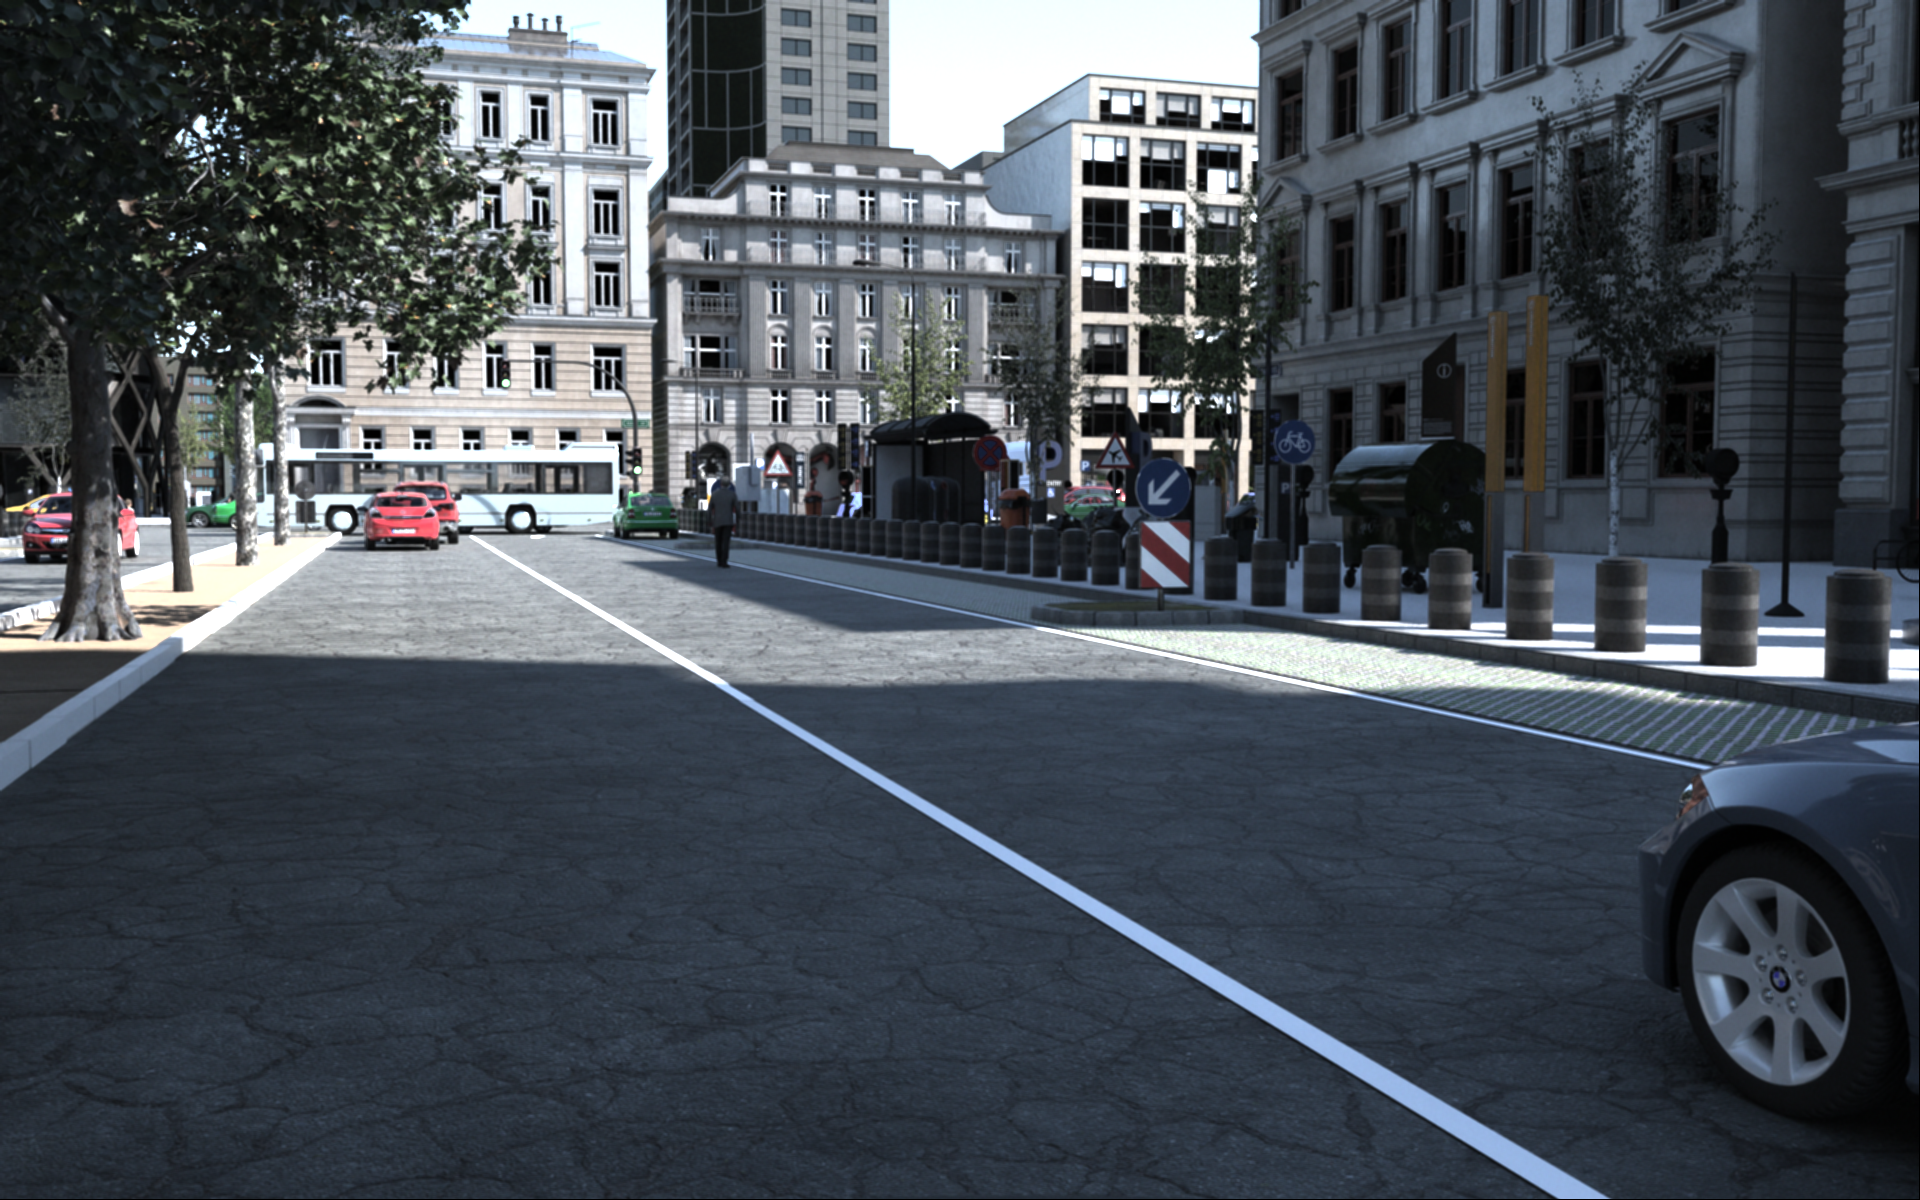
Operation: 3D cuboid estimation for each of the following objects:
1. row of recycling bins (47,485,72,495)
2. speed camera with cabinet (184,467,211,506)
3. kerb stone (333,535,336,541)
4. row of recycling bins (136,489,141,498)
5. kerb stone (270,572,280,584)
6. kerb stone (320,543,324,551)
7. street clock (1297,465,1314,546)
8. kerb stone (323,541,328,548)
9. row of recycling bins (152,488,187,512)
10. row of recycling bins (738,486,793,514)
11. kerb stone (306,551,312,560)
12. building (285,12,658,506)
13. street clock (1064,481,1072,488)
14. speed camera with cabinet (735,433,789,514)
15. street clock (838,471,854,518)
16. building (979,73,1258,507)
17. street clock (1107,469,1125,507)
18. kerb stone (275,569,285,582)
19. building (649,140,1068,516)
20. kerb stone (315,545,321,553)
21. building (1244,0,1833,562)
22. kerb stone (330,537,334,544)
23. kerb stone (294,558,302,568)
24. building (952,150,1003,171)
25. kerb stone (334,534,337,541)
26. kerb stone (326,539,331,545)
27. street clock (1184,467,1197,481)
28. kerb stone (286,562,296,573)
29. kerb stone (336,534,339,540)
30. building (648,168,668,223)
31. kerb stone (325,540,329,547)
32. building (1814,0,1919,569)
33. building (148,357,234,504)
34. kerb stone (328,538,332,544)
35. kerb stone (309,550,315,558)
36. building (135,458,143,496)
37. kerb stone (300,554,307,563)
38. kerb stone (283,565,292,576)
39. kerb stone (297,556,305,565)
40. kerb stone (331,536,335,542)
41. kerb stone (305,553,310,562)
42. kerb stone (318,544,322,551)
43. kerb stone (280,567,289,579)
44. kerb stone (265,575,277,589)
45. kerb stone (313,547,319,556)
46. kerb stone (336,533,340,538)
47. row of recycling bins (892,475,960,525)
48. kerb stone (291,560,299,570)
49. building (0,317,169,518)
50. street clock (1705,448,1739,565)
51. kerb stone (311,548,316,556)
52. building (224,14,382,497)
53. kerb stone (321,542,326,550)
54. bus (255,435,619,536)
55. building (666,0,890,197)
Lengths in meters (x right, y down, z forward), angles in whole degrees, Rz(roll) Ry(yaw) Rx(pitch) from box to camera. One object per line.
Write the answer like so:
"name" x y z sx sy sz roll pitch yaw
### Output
"row of recycling bins" -41.724 -4.513 80.908 1.069 1.692 3.534 -1 4 -9
"speed camera with cabinet" -55.646 -8.054 126.016 2.038 3.252 0.660 -2 4 -32
"kerb stone" -18.359 -1.733 50.531 0.120 0.150 1.000 -1 4 -18
"row of recycling bins" -62.822 -7.446 128.858 3.534 1.692 1.069 -3 5 -44
"kerb stone" -10.767 -0.299 27.090 0.120 0.150 1.000 -1 4 -18
"kerb stone" -15.829 -1.254 42.706 0.120 0.150 1.000 -1 4 -18
"street clock" 8.577 -2.363 43.209 0.471 2.002 0.358 -3 4 -37
"kerb stone" -16.455 -1.374 44.657 0.120 0.150 1.000 -1 4 -18
"row of recycling bins" -54.580 -6.883 119.648 3.534 1.692 1.069 3 4 36
"row of recycling bins" -10.012 -4.939 87.862 3.534 1.692 1.069 2 4 27
"kerb stone" -13.930 -0.895 36.855 0.120 0.150 1.000 -1 4 -18
"building" -28.104 -19.102 98.219 20.117 28.700 13.634 -1 4 -18
"street clock" 5.723 -5.376 92.463 0.471 2.002 0.358 -1 4 -15
"speed camera with cabinet" -6.506 -3.830 56.964 0.660 3.252 2.038 3 4 36
"street clock" -3.537 -3.016 53.879 0.471 2.002 0.358 3 5 40
"building" 19.767 -19.087 116.586 34.151 26.468 19.350 -1 4 -18
"street clock" 4.568 -2.826 50.778 0.471 2.002 0.358 1 4 19
"kerb stone" -11.080 -0.359 28.069 0.120 0.150 1.000 -1 4 -18
"building" -7.079 -16.109 105.178 24.055 21.916 13.314 -1 4 -18
"kerb stone" -15.190 -1.135 40.759 0.120 0.150 1.000 -1 4 -18
"building" 16.461 -12.624 42.561 11.583 22.565 21.152 -1 4 -18
"kerb stone" -17.723 -1.612 48.573 0.120 0.150 1.000 -1 4 -18
"kerb stone" -12.667 -0.658 32.948 0.120 0.150 1.000 -1 4 -18
"building" 7.046 -32.230 210.554 14.086 41.232 14.154 -1 4 -18
"kerb stone" -18.674 -1.789 51.509 0.120 0.150 1.000 -1 4 -18
"kerb stone" -17.087 -1.493 46.611 0.120 0.150 1.000 -1 4 -18
"street clock" 5.996 -2.520 45.779 0.471 2.002 0.358 -2 4 -29
"kerb stone" -12.030 -0.538 30.994 0.120 0.150 1.000 -1 4 -18
"kerb stone" -18.989 -1.850 52.484 0.120 0.150 1.000 -1 4 -18
"building" -21.969 -30.846 196.216 32.217 40.220 23.993 -1 4 -18
"kerb stone" -16.773 -1.434 45.636 0.120 0.150 1.000 -1 4 -18
"building" 22.924 -11.860 22.789 11.050 23.489 19.941 -1 4 -18
"building" -119.005 -24.476 245.223 28.899 21.520 27.650 -1 4 -18
"kerb stone" -17.408 -1.554 47.598 0.120 0.150 1.000 -1 4 -18
"kerb stone" -14.239 -0.951 37.836 0.120 0.150 1.000 -1 4 -18
"building" -95.279 -33.659 174.018 21.600 48.544 21.300 -1 4 -18
"kerb stone" -13.297 -0.777 34.905 0.120 0.150 1.000 -1 4 -18
"kerb stone" -11.714 -0.475 30.018 0.120 0.150 1.000 -1 4 -18
"kerb stone" -12.978 -0.717 33.924 0.120 0.150 1.000 -1 4 -18
"kerb stone" -18.039 -1.671 49.548 0.120 0.150 1.000 -1 4 -18
"kerb stone" -13.616 -0.837 35.879 0.120 0.150 1.000 -1 4 -18
"kerb stone" -15.513 -1.193 41.731 0.120 0.150 1.000 -1 4 -18
"kerb stone" -11.393 -0.419 29.045 0.120 0.150 1.000 -1 4 -18
"kerb stone" -10.442 -0.240 26.119 0.120 0.150 1.000 -1 4 -18
"kerb stone" -14.880 -1.069 39.783 0.120 0.150 1.000 -1 4 -18
"kerb stone" -19.305 -1.912 53.461 0.120 0.150 1.000 -1 4 -18
"row of recycling bins" -0.796 -1.993 39.698 1.069 1.692 3.534 1 4 14
"kerb stone" -12.344 -0.598 31.974 0.120 0.150 1.000 -1 4 -18
"building" -51.891 -13.814 93.315 16.811 18.784 16.820 -1 4 -18
"street clock" 12.081 -1.403 27.502 0.471 2.002 0.358 -1 4 -16
"kerb stone" -14.566 -1.016 38.807 0.120 0.150 1.000 -1 4 -18
"building" -89.083 -57.287 249.306 31.000 86.520 22.319 -1 4 -18
"kerb stone" -16.135 -1.314 43.684 0.120 0.150 1.000 -1 4 -18
"bus" -18.951 -4.073 61.448 13.247 3.499 2.948 -1 4 -19
"building" -19.535 -44.886 172.133 20.563 71.187 20.611 -1 4 -18
